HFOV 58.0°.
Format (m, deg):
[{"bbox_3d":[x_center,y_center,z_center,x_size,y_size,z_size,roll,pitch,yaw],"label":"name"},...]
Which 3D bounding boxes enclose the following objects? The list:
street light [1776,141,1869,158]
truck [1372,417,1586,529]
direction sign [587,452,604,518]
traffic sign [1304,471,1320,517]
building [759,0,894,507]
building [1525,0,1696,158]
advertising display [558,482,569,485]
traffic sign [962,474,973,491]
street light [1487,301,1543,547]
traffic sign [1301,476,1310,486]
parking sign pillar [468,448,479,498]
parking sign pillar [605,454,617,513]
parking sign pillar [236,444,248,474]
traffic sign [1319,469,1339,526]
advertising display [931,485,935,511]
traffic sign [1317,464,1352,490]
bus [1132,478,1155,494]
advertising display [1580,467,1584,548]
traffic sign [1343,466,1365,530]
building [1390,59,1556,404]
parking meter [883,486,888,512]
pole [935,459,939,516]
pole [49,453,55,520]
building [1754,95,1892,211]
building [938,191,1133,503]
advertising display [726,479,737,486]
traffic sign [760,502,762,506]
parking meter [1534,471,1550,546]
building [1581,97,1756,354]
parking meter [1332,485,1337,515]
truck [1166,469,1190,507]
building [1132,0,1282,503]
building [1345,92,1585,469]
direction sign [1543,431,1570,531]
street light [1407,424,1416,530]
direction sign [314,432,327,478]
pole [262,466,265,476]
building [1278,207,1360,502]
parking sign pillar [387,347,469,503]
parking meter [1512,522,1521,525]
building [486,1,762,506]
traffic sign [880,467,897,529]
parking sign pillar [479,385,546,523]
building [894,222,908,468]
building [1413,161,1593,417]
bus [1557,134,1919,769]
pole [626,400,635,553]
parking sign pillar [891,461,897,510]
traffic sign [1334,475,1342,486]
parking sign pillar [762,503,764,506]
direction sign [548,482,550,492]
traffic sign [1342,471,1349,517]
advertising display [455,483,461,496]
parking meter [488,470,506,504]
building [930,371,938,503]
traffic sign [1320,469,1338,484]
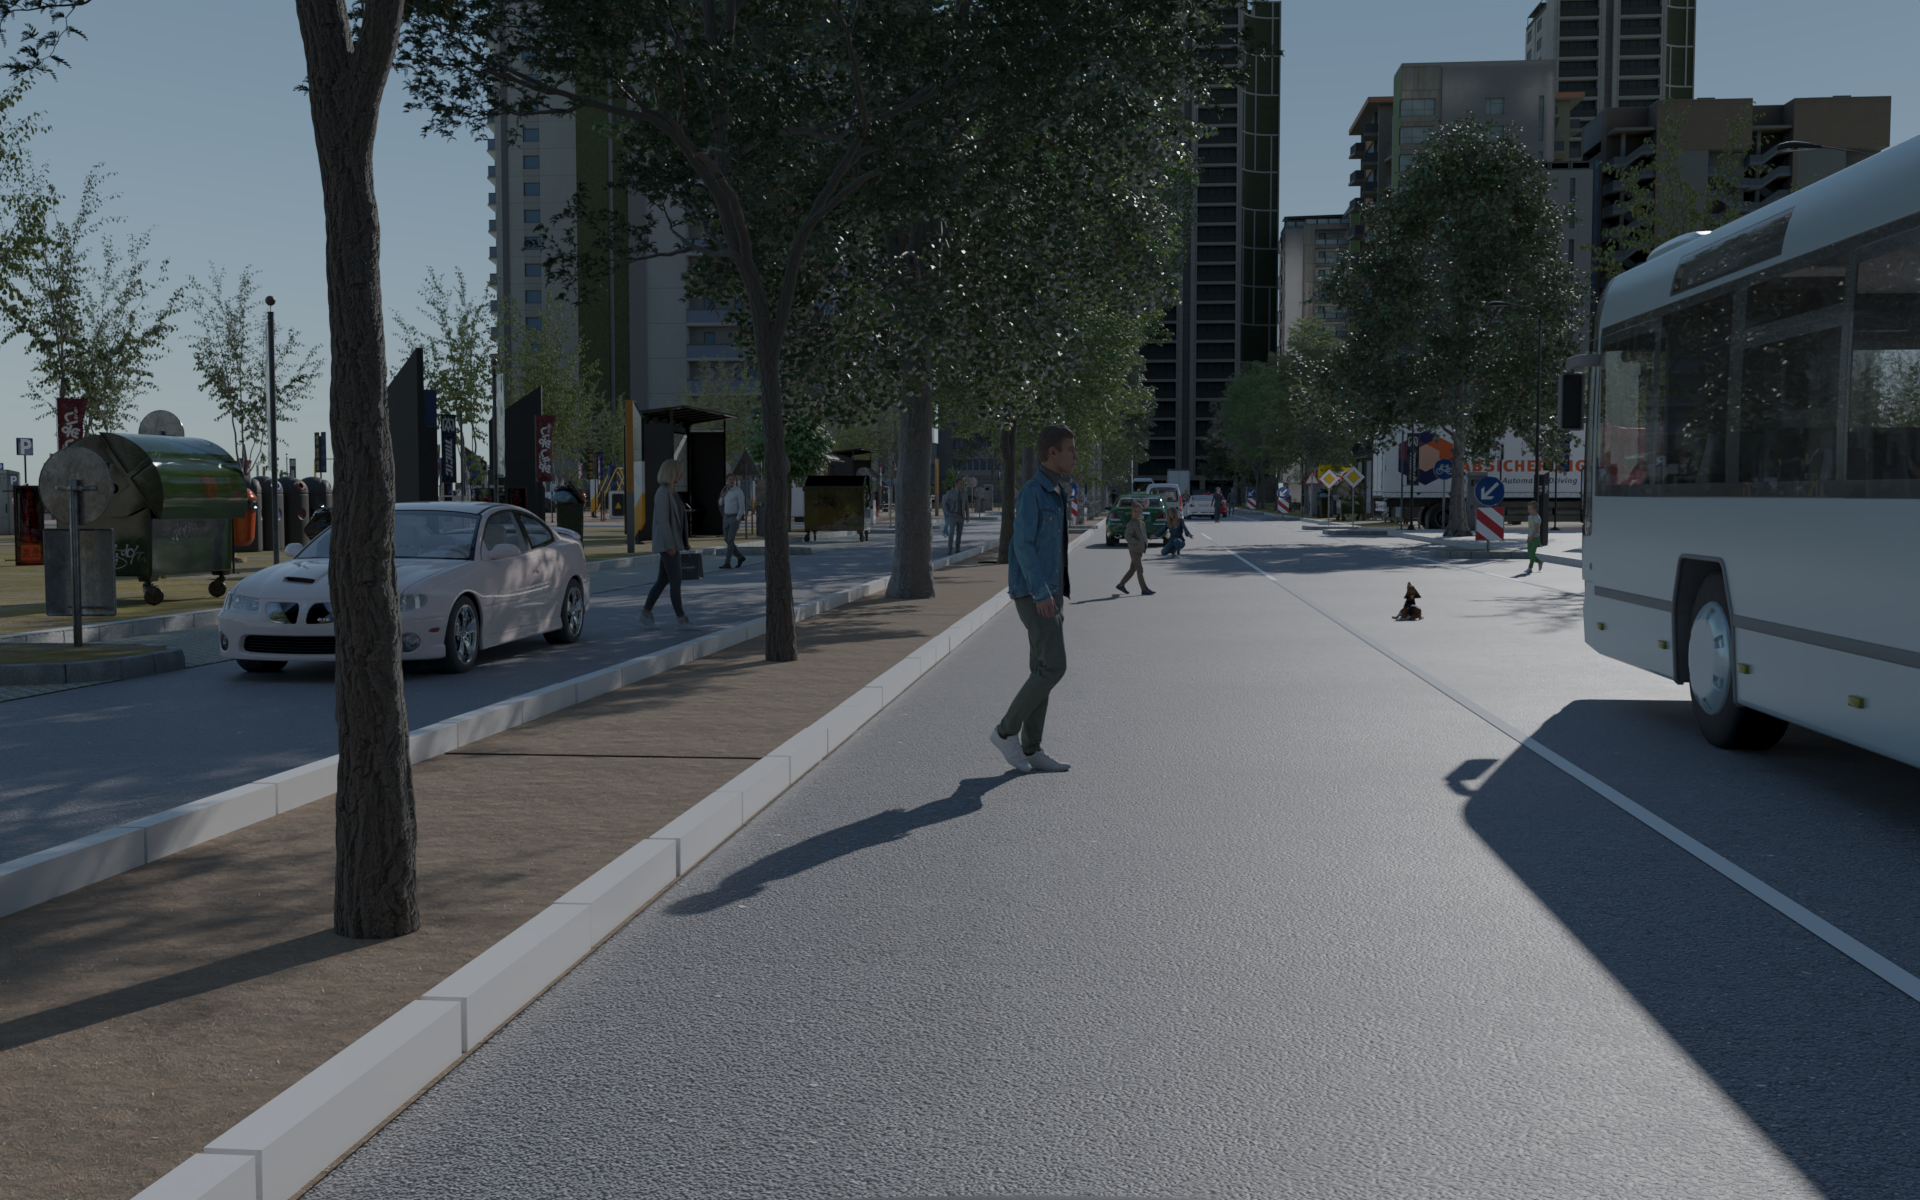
[{"bbox_3d":[11.454,-3.082,22.931,1.470,5.913,1.316,0,4,6],"label":"street light"},{"bbox_3d":[21.250,-4.627,64.568,11.283,4.237,2.839,0,4,5],"label":"truck"},{"bbox_3d":[-19.523,-6.160,92.718,0.876,3.537,0.379,0,4,-5],"label":"direction sign"},{"bbox_3d":[19.379,-5.833,95.370,0.884,2.594,0.081,1,4,12],"label":"traffic sign"},{"bbox_3d":[-18.617,-37.911,161.844,21.231,58.520,28.212,0,4,6],"label":"building"},{"bbox_3d":[91.893,-49.310,244.473,20.611,71.187,20.563,0,4,6],"label":"building"},{"bbox_3d":[-21.823,-5.513,95.356,0.123,1.923,0.974,3,4,36],"label":"advertising display"},{"bbox_3d":[0.421,-6.844,111.906,0.884,2.594,0.081,0,4,7],"label":"traffic sign"},{"bbox_3d":[13.404,-4.239,41.844,1.470,5.913,1.316,0,4,6],"label":"street light"},{"bbox_3d":[23.802,-7.266,118.904,0.768,2.556,0.104,1,4,8],"label":"traffic sign"},{"bbox_3d":[-27.394,-6.692,97.891,1.447,3.967,1.447,1,4,10],"label":"parking sign pillar"},{"bbox_3d":[-23.229,-7.789,115.824,1.447,3.967,1.447,-1,4,-18],"label":"parking sign pillar"},{"bbox_3d":[-38.383,-6.375,92.704,1.447,3.967,1.447,-2,4,-27],"label":"parking sign pillar"},{"bbox_3d":[14.839,-4.039,69.675,0.795,2.450,0.064,0,4,6],"label":"traffic sign"},{"bbox_3d":[-2.495,-8.309,141.067,0.974,1.923,0.123,-2,4,-32],"label":"advertising display"},{"bbox_3d":[25.071,-7.464,115.904,2.265,3.308,0.079,1,4,9],"label":"traffic sign"},{"bbox_3d":[21.992,-13.000,207.403,2.948,3.499,13.247,0,4,7],"label":"bus"},{"bbox_3d":[15.062,-2.195,41.096,0.123,1.923,0.974,-1,4,-15],"label":"advertising display"},{"bbox_3d":[14.015,-3.553,61.732,0.795,2.450,0.064,0,4,6],"label":"traffic sign"},{"bbox_3d":[48.515,-29.591,167.399,14.154,41.232,14.086,0,4,6],"label":"building"},{"bbox_3d":[-5.235,-7.141,122.459,0.255,1.863,0.399,-2,4,-34],"label":"parking meter"},{"bbox_3d":[-1.334,-6.493,100.009,0.158,3.312,0.155,0,3,0],"label":"pole"},{"bbox_3d":[-45.434,-5.678,86.683,0.158,3.312,0.155,0,3,0],"label":"pole"},{"bbox_3d":[92.133,-33.159,192.256,14.200,45.320,14.600,0,4,6],"label":"building"},{"bbox_3d":[11.184,-43.479,252.881,28.212,58.520,21.231,0,4,6],"label":"building"},{"bbox_3d":[-9.907,-4.157,73.187,0.974,1.923,0.123,-1,4,-13],"label":"advertising display"},{"bbox_3d":[-8.306,-4.408,72.180,0.768,2.556,0.104,1,4,12],"label":"traffic sign"},{"bbox_3d":[14.455,-2.286,43.085,0.255,1.863,0.399,3,5,44],"label":"parking meter"},{"bbox_3d":[77.961,-33.220,193.253,14.200,45.320,14.600,0,4,6],"label":"building"},{"bbox_3d":[23.002,-6.137,106.052,0.399,1.863,0.255,3,5,40],"label":"parking meter"},{"bbox_3d":[24.868,-12.747,197.328,2.839,4.237,11.283,0,4,7],"label":"truck"},{"bbox_3d":[35.433,-49.629,249.680,20.611,71.187,20.563,0,4,6],"label":"building"},{"bbox_3d":[53.957,-32.639,188.279,22.147,44.769,28.867,0,4,6],"label":"building"},{"bbox_3d":[20.961,-4.215,60.913,0.876,3.537,0.379,1,4,17],"label":"direction sign"},{"bbox_3d":[15.496,-5.436,61.420,1.470,5.913,1.316,0,4,6],"label":"street light"},{"bbox_3d":[-23.320,-4.356,63.216,0.876,3.537,0.379,3,5,44],"label":"direction sign"},{"bbox_3d":[-51.294,-8.185,127.674,0.158,3.312,0.155,0,3,0],"label":"pole"},{"bbox_3d":[52.728,-34.413,246.238,14.086,41.232,14.154,0,4,6],"label":"building"},{"bbox_3d":[-10.331,-2.691,32.471,1.447,3.967,1.447,3,5,40],"label":"parking sign pillar"},{"bbox_3d":[23.343,-3.925,72.592,0.372,1.533,0.369,0,3,0],"label":"parking meter"},{"bbox_3d":[-39.476,-40.410,202.700,28.212,58.520,21.231,0,4,6],"label":"building"},{"bbox_3d":[-2.539,-3.659,63.464,0.795,2.450,0.064,0,4,6],"label":"traffic sign"},{"bbox_3d":[-11.012,-3.339,43.066,1.447,3.967,1.447,0,4,-4],"label":"parking sign pillar"},{"bbox_3d":[-15.053,-46.531,199.038,20.611,71.187,20.563,0,4,6],"label":"building"},{"bbox_3d":[46.995,-23.350,153.466,14.160,30.474,14.107,0,4,6],"label":"building"},{"bbox_3d":[5.146,-0.731,6.811,2.948,3.499,13.247,0,4,6],"label":"bus"},{"bbox_3d":[-7.165,-2.679,37.642,0.158,3.312,0.155,0,3,0],"label":"pole"},{"bbox_3d":[-5.206,-9.435,142.741,1.447,3.967,1.447,1,4,10],"label":"parking sign pillar"},{"bbox_3d":[25.141,-7.059,115.526,0.768,2.556,0.104,0,4,7],"label":"traffic sign"},{"bbox_3d":[-9.294,-5.972,86.121,1.447,3.967,1.447,-1,4,-9],"label":"parking sign pillar"},{"bbox_3d":[-35.247,-9.588,148.760,0.379,3.537,0.876,-2,4,-29],"label":"direction sign"},{"bbox_3d":[21.642,-5.895,96.483,0.768,2.556,0.104,1,4,16],"label":"traffic sign"},{"bbox_3d":[-28.764,-5.768,99.519,0.123,1.923,0.974,-3,4,-37],"label":"advertising display"},{"bbox_3d":[-11.133,-2.197,41.639,0.399,1.863,0.255,3,4,38],"label":"parking meter"},{"bbox_3d":[-16.080,-41.036,260.173,27.495,52.752,28.713,0,4,6],"label":"building"},{"bbox_3d":[19.169,-5.507,90.042,0.884,2.594,0.081,1,4,14],"label":"traffic sign"}]
